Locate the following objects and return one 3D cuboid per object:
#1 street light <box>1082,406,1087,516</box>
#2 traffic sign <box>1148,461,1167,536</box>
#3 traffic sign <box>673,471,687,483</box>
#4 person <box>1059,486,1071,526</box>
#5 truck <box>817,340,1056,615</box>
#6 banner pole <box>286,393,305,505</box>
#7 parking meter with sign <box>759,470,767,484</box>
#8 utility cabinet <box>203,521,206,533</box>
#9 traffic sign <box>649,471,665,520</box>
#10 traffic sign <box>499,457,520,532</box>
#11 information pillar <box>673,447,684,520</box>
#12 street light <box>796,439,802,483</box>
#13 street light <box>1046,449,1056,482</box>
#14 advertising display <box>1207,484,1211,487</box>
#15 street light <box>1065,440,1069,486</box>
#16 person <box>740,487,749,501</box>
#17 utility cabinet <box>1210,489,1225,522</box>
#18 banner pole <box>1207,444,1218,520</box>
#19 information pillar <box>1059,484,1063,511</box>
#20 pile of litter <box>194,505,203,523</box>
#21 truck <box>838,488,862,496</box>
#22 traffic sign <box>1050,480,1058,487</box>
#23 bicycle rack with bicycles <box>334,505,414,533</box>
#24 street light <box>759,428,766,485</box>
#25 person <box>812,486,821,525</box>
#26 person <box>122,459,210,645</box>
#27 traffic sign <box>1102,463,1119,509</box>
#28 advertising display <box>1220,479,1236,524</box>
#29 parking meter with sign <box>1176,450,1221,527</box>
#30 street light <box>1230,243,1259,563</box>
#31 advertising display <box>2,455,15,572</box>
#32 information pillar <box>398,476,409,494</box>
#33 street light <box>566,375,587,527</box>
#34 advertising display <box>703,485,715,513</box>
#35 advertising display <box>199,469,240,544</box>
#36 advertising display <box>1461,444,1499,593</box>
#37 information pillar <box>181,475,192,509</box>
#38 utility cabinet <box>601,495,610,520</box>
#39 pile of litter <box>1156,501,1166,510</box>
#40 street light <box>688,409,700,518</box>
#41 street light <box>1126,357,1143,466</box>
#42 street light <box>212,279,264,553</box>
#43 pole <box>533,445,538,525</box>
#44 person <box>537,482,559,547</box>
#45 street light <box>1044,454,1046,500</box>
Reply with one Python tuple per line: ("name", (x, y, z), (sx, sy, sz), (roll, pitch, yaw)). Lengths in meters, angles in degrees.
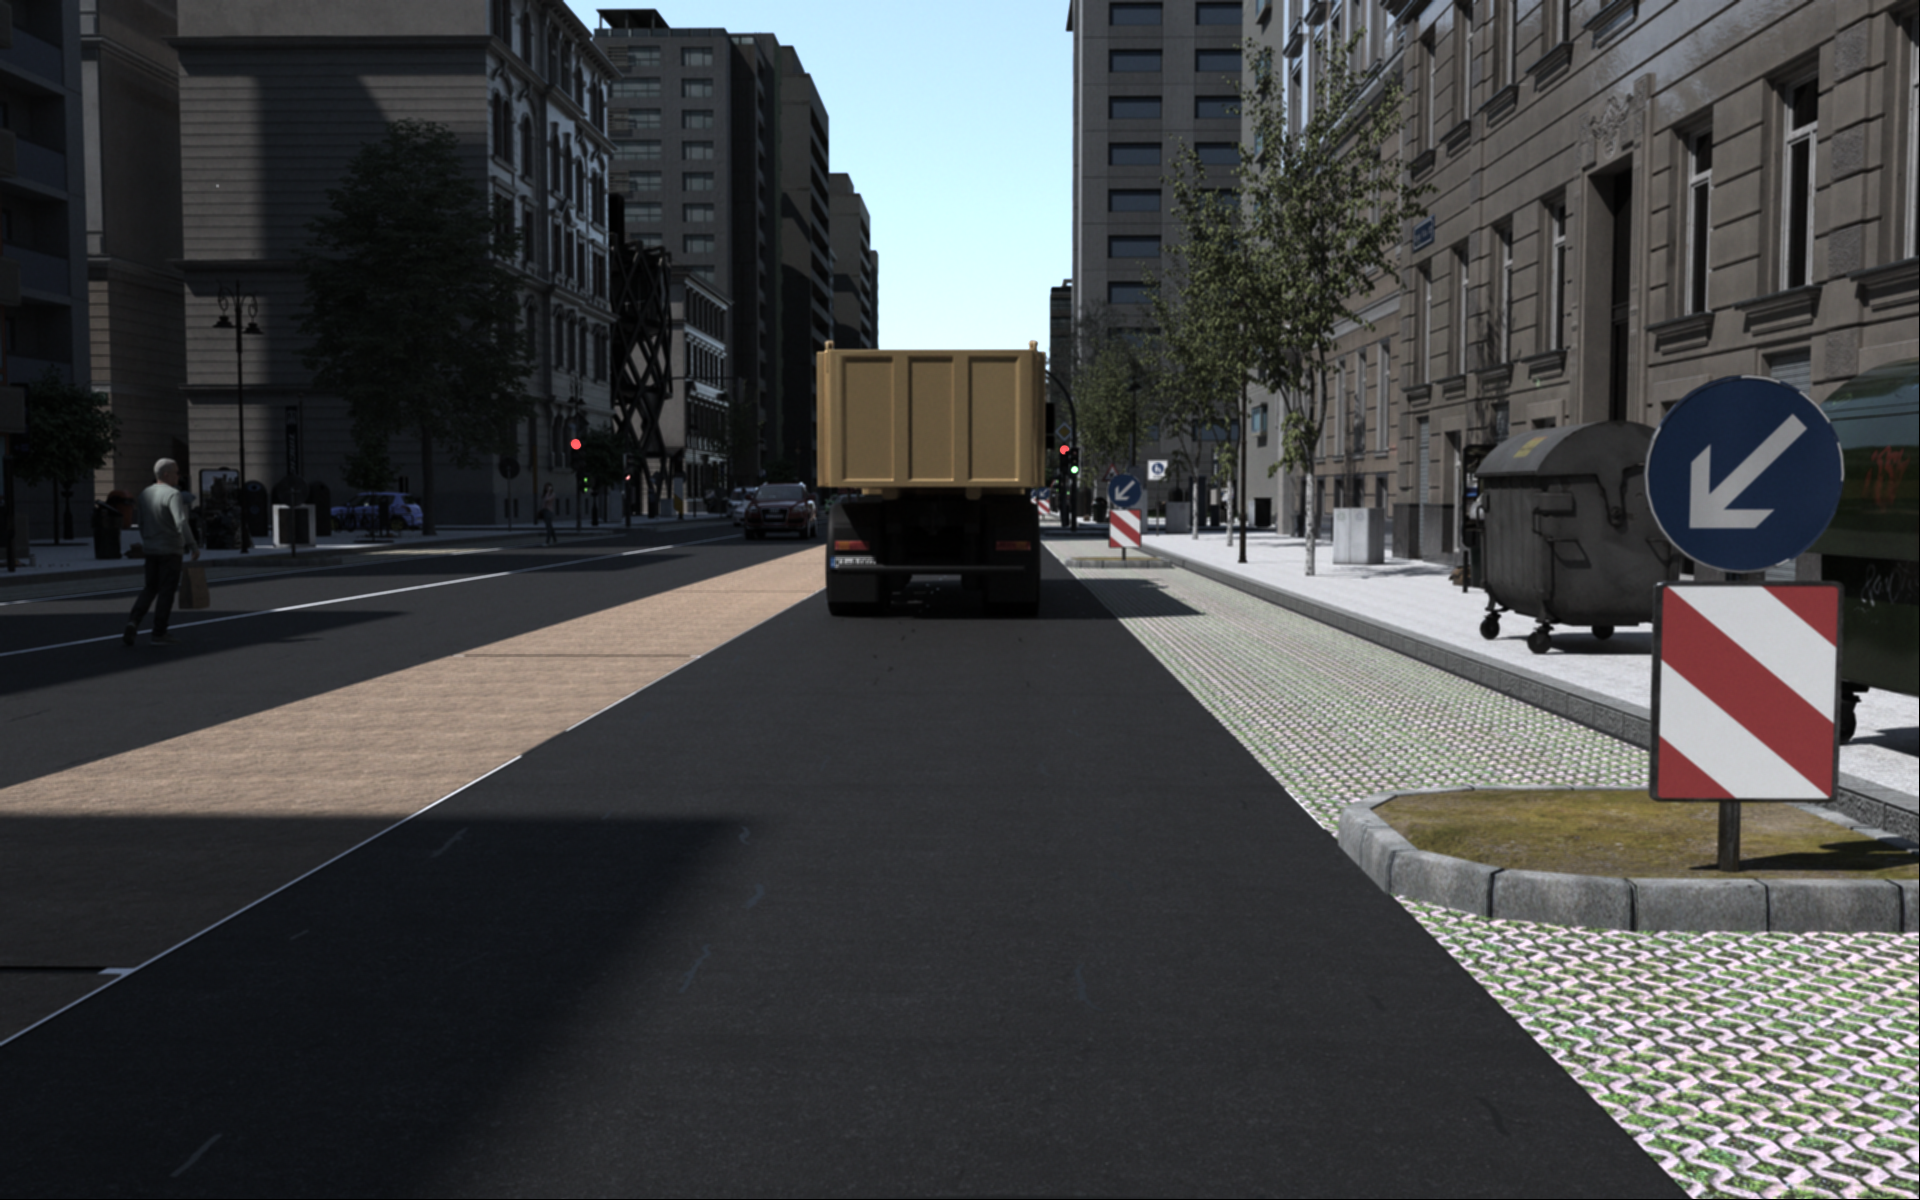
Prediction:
("street light", (6.428, -7.081, 88.556), (0.468, 5.910, 1.993), (0, 4, 1))
("traffic sign", (6.030, -3.101, 52.826), (0.606, 2.300, 0.079), (0, 4, 5))
("traffic sign", (-14.652, -5.531, 90.546), (0.768, 2.556, 0.104), (0, 4, 5))
("person", (4.259, -3.731, 69.924), (0.576, 1.772, 0.534), (-1, 4, -18))
("truck", (-0.257, -1.722, 24.078), (3.469, 3.379, 9.791), (0, 4, 1))
("banner pole", (-16.502, -3.246, 43.090), (0.863, 3.779, 0.401), (2, 4, 34))
("parking meter with sign", (-13.765, -7.795, 123.709), (0.543, 3.016, 1.738), (1, 4, 15))
("utility cabinet", (-23.631, -2.827, 54.899), (0.318, 1.500, 1.173), (0, 4, -3))
("traffic sign", (-14.951, -5.155, 85.467), (0.795, 2.450, 0.064), (1, 4, 9))
("traffic sign", (-15.407, -3.615, 59.210), (0.768, 2.556, 0.104), (1, 4, 11))
("information pillar", (-14.136, -5.851, 87.016), (0.504, 3.616, 0.183), (-2, 4, -27))
("street light", (-13.436, -10.480, 144.127), (0.468, 5.910, 1.993), (0, 4, 1))
("street light", (7.543, -10.314, 141.423), (0.468, 5.910, 1.993), (0, 4, 1))
("advertising display", (15.576, -6.340, 108.871), (0.123, 1.923, 0.974), (2, 4, 28))
("street light", (6.972, -8.697, 114.990), (0.468, 5.910, 1.993), (0, 4, 1))
("person", (-11.594, -5.213, 93.991), (0.793, 1.790, 0.793), (0, 4, -4))
("utility cabinet", (11.529, -4.210, 77.513), (0.318, 1.500, 1.173), (2, 4, 28))
("banner pole", (12.654, -5.889, 86.297), (0.401, 3.779, 0.863), (-1, 4, -18))
("information pillar", (7.575, -7.624, 129.141), (0.304, 2.012, 0.304), (2, 4, 34))
("pile of litter", (-30.647, -3.416, 69.819), (1.719, 0.858, 1.176), (0, 4, -5))
("truck", (-4.978, -6.305, 91.993), (2.839, 4.237, 11.283), (0, 3, 0))
("traffic sign", (6.975, -7.696, 125.837), (0.884, 2.594, 0.081), (0, 4, 1))
("bicycle rack with bicycles", (-19.963, -2.753, 58.389), (2.852, 0.926, 2.925), (2, 4, 24))
("street light", (-13.848, -9.065, 120.993), (0.468, 5.910, 1.993), (0, 4, 1))
("person", (-6.673, -4.300, 79.165), (0.624, 1.780, 0.694), (-2, 4, -29))
("person", (-7.505, -0.452, 16.379), (0.782, 1.767, 0.515), (2, 4, 24))
("traffic sign", (6.419, -4.469, 73.079), (0.884, 2.594, 0.081), (1, 4, 9))
("advertising display", (11.629, -4.274, 75.093), (0.123, 1.923, 0.974), (-2, 4, -27))
("parking meter with sign", (9.417, -4.414, 68.438), (1.738, 3.016, 0.543), (1, 4, 18))
("street light", (5.278, -3.632, 32.166), (0.468, 5.910, 1.993), (0, 4, 1))
("advertising display", (-15.788, -1.440, 28.765), (0.123, 1.923, 0.974), (-2, 4, -30))
("information pillar", (-22.447, -4.001, 69.913), (0.304, 2.012, 0.304), (1, 4, 21))
("street light", (-14.937, -5.798, 67.585), (0.468, 5.910, 1.993), (0, 4, 1))
("advertising display", (-17.462, -7.061, 120.659), (0.123, 1.923, 0.974), (3, 5, 40))
("advertising display", (-19.141, -2.422, 44.811), (0.974, 1.923, 0.123), (-3, 4, -39))
("advertising display", (7.006, -1.054, 22.452), (0.974, 1.923, 0.123), (0, 4, 7))
("information pillar", (-30.344, -3.883, 67.976), (0.304, 2.012, 0.304), (-1, 4, -11))
("utility cabinet", (-17.452, -4.546, 85.488), (0.306, 1.237, 1.020), (0, 4, 0))
("pile of litter", (12.935, -6.066, 113.143), (1.719, 0.858, 1.176), (1, 4, 12))
("street light", (-14.510, -7.448, 94.562), (0.468, 5.910, 1.993), (0, 4, 1))
("street light", (5.894, -5.248, 58.598), (0.468, 5.910, 1.993), (0, 4, 1))
("street light", (-15.538, -3.954, 37.432), (0.468, 5.910, 1.993), (0, 4, 1))
("pole", (-17.701, -4.792, 72.192), (0.158, 3.312, 0.155), (0, 3, 0))
("person", (-11.255, -2.350, 47.519), (0.643, 1.750, 0.593), (-3, 5, -41))
("street light", (8.026, -11.725, 164.488), (0.468, 5.910, 1.993), (0, 4, 1))
